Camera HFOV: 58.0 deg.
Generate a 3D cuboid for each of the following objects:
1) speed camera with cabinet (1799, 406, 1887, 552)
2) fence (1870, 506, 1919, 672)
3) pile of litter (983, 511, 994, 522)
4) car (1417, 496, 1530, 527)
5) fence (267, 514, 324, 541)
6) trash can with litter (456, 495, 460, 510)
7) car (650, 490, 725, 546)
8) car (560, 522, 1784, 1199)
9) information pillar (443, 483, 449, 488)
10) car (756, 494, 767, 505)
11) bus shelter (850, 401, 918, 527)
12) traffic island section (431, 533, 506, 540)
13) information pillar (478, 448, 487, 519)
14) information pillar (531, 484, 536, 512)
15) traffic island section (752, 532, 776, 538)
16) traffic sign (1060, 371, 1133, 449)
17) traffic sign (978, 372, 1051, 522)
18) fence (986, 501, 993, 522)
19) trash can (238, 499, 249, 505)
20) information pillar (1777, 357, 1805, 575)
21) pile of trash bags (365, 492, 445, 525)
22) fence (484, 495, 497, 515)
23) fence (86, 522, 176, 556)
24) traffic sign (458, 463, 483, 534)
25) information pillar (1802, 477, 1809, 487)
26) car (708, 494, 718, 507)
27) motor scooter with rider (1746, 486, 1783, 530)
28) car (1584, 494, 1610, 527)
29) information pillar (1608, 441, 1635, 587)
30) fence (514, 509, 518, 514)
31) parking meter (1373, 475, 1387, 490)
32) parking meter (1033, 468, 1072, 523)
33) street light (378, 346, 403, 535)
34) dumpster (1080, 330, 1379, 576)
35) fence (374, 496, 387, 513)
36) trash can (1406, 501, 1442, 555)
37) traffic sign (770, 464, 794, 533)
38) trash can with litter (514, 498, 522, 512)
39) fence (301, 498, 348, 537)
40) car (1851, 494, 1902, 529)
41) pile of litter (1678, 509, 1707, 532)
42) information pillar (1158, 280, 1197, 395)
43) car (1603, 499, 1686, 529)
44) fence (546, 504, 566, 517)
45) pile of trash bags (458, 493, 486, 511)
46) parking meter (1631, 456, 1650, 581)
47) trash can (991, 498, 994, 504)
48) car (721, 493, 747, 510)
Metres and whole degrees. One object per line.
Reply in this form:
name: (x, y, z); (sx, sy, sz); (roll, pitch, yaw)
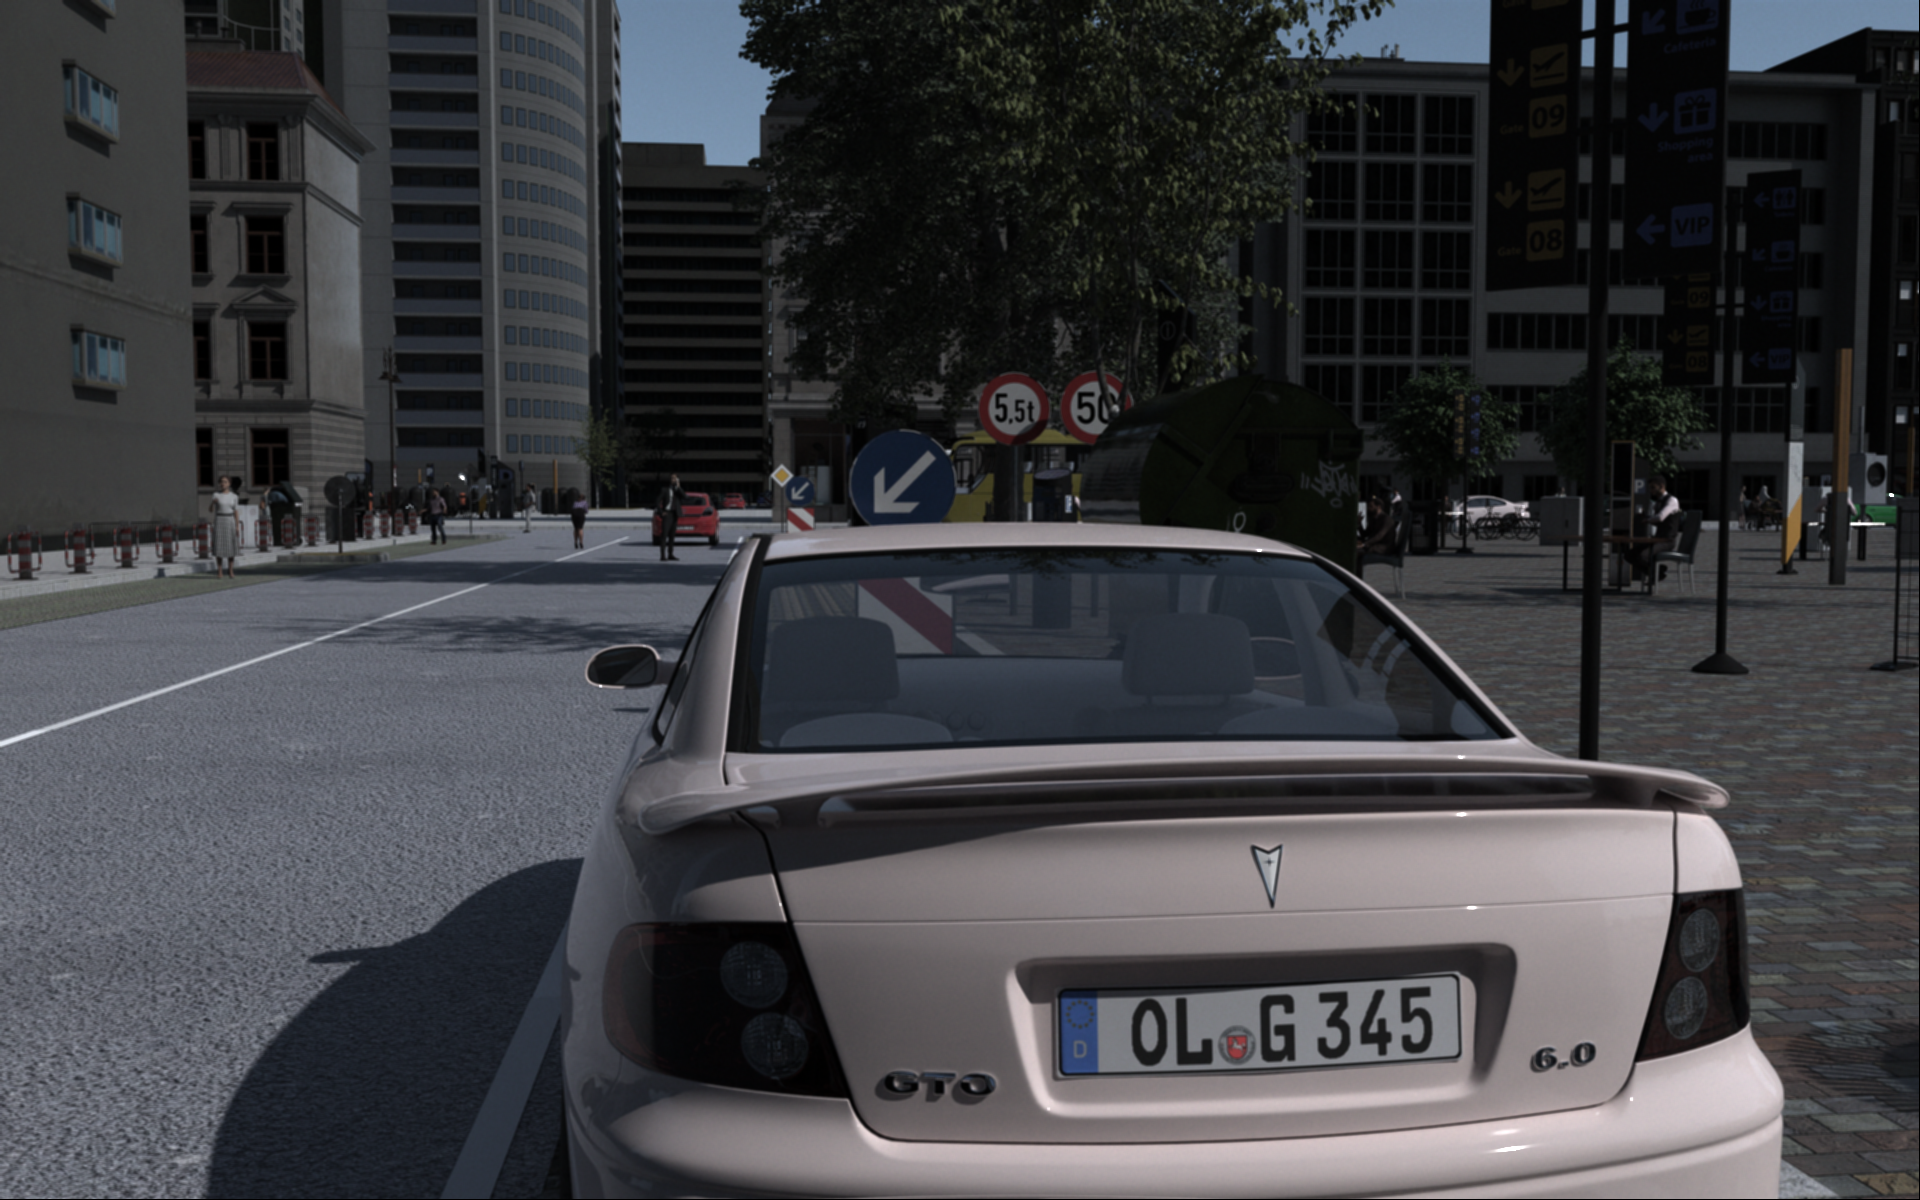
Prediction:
speed camera with cabinet: (19.771, -2.715, 38.734); (2.038, 3.252, 0.660); (-1, 4, -23)
fence: (7.571, -0.044, 11.916); (0.480, 1.192, 2.264); (-3, 5, -42)
pile of litter: (0.645, -2.047, 47.431); (1.719, 0.858, 1.176); (-2, 4, -27)
car: (20.961, -3.600, 71.217); (4.827, 1.381, 2.083); (0, 4, -7)
fence: (-18.453, -1.956, 47.361); (2.069, 0.683, 0.278); (1, 4, 9)
trash can with litter: (-40.236, -7.743, 137.652); (2.233, 1.210, 1.678); (1, 4, 17)
car: (-7.816, -2.477, 49.543); (2.155, 1.783, 4.494); (0, 4, -7)
car: (0.064, 0.486, 4.415); (2.083, 1.381, 4.827); (0, 4, -7)
information pillar: (-34.948, -6.934, 117.868); (0.304, 2.012, 0.304); (3, 5, 40)
car: (-23.464, -12.109, 207.566); (1.945, 1.707, 3.694); (0, 4, -6)
bus shelter: (-2.186, -3.336, 45.827); (1.731, 3.624, 6.357); (0, 4, -7)
traffic island section: (-15.805, -2.057, 55.911); (2.009, 0.180, 2.903); (0, 4, -7)
information pillar: (-24.297, -5.915, 88.071); (0.504, 3.616, 0.183); (2, 4, 30)
information pillar: (-30.458, -7.275, 123.434); (0.304, 2.012, 0.304); (-3, 4, -36)
traffic island section: (-5.830, -2.127, 57.058); (2.009, 0.180, 2.903); (0, 4, -7)
traffic sign: (1.403, -1.093, 17.972); (0.768, 2.556, 0.104); (0, 4, -6)
traffic sign: (0.565, -1.106, 18.195); (0.768, 2.556, 0.104); (0, 4, -5)
fence: (0.360, -0.629, 21.486); (0.480, 1.192, 2.264); (0, 4, 3)
trash can: (-21.766, -2.477, 52.148); (0.748, 1.137, 0.748); (0, 3, 0)
information pillar: (13.319, -2.222, 27.691); (0.504, 3.616, 0.183); (-3, 5, -39)
pile of trash bags: (-23.039, -3.775, 71.466); (3.447, 1.369, 1.912); (-1, 4, -12)
fence: (-29.666, -5.993, 109.187); (0.480, 1.192, 2.264); (-1, 4, -10)
fence: (-17.689, -1.319, 36.945); (0.278, 0.683, 2.069); (2, 4, 26)
traffic sign: (-15.783, -3.193, 55.852); (0.795, 2.450, 0.064); (0, 4, -7)
information pillar: (37.198, -4.400, 76.435); (0.304, 2.012, 0.304); (-2, 4, -35)
car: (-28.384, -11.433, 196.713); (2.009, 1.686, 4.222); (0, 4, -6)
motor scooter with rider: (30.096, -3.382, 64.256); (1.986, 1.779, 0.876); (0, 4, -8)
car: (24.936, -3.556, 67.931); (4.222, 1.686, 2.009); (0, 4, -7)
information pillar: (9.182, -1.196, 24.047); (0.304, 2.012, 0.304); (1, 4, 21)
fence: (-29.886, -6.267, 113.674); (2.264, 1.192, 0.480); (3, 5, 40)
parking meter: (13.144, -2.967, 54.224); (0.399, 1.863, 0.255); (-1, 4, -19)
parking meter: (0.881, -0.498, 16.561); (0.372, 1.533, 0.369); (0, 3, 0)
street light: (-17.728, -4.970, 54.041); (0.468, 5.910, 1.993); (0, 4, -7)
dumpster: (1.684, -0.530, 11.157); (1.502, 2.255, 1.985); (0, 4, -7)
fence: (-44.824, -7.575, 135.059); (2.264, 1.192, 0.480); (1, 4, 15)
trash can: (9.755, -1.517, 36.463); (0.748, 1.137, 0.748); (0, 3, 0)
traffic sign: (-5.852, -3.262, 56.978); (0.795, 2.450, 0.064); (0, 4, -7)
trash can with litter: (-31.855, -6.883, 123.928); (1.055, 1.170, 0.624); (-3, 5, -39)
fence: (-18.208, -2.325, 49.212); (2.264, 1.192, 0.480); (2, 4, 24)
car: (34.816, -3.460, 65.371); (4.718, 1.807, 1.959); (0, 4, -8)
pile of litter: (24.357, -2.727, 58.551); (1.176, 0.858, 1.719); (-2, 4, -25)
information pillar: (2.348, -1.684, 18.884); (0.504, 3.616, 0.183); (3, 5, 45)
car: (28.123, -3.726, 72.720); (4.920, 1.459, 2.131); (0, 4, -7)
fence: (-23.059, -5.135, 99.325); (0.278, 0.683, 2.069); (1, 4, 18)
pile of trash bags: (-37.255, -7.448, 131.522); (1.912, 1.369, 3.447); (0, 4, 4)
parking meter: (10.017, -1.226, 25.751); (0.399, 1.863, 0.255); (-1, 4, -15)
trash can: (1.803, -5.897, 108.071); (0.748, 1.137, 0.748); (0, 3, 0)
car: (-19.062, -8.379, 146.034); (2.155, 1.783, 4.494); (0, 4, -5)
